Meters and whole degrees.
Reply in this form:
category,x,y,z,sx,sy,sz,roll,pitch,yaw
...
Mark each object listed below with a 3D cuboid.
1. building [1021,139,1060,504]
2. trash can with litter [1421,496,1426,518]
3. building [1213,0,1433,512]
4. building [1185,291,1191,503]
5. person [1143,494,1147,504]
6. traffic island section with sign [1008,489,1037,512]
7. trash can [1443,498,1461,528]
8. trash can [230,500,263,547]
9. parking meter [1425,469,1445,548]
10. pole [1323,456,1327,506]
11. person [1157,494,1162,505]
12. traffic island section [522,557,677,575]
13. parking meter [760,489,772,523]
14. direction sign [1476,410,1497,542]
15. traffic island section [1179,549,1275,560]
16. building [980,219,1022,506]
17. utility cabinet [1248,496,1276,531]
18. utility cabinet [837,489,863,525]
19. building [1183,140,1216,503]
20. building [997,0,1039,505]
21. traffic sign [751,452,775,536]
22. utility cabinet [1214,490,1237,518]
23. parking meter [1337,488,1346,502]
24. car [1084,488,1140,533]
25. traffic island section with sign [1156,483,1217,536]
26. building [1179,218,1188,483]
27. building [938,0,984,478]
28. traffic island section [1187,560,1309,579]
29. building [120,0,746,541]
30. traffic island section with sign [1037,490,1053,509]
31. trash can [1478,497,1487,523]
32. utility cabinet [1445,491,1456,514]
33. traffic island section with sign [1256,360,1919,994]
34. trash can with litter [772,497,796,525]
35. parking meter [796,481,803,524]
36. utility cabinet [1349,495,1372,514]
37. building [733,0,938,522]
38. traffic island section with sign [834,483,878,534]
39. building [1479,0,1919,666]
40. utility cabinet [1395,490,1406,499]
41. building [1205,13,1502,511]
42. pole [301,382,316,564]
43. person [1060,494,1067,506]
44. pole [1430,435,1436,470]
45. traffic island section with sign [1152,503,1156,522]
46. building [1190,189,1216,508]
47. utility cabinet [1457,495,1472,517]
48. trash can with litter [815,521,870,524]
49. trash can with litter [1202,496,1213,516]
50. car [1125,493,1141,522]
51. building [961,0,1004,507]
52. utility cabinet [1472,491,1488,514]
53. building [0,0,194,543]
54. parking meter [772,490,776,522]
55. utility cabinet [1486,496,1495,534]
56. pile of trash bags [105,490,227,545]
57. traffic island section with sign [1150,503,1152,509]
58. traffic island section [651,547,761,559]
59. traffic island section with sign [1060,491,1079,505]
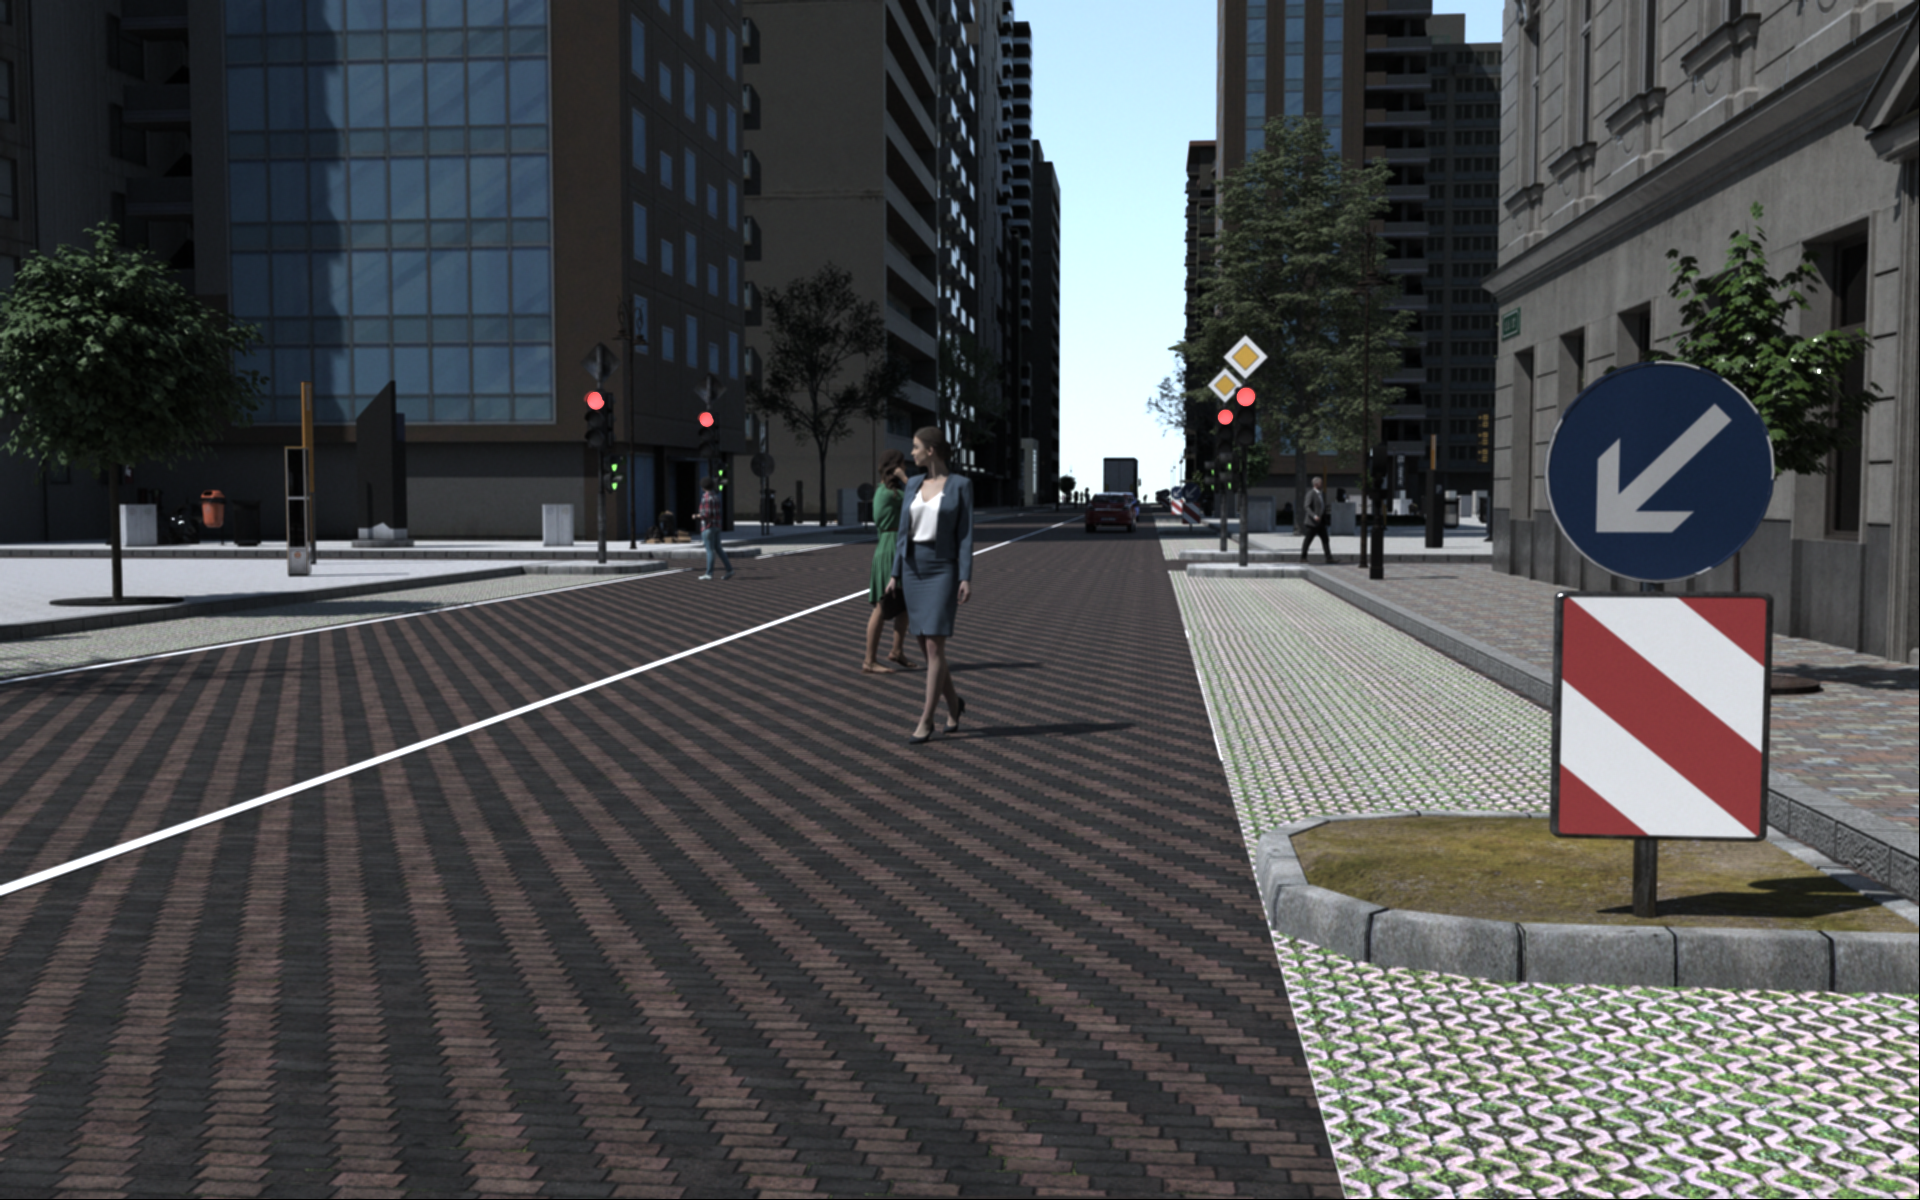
category,x,y,z,sx,sy,sz,roll,pitch,yaw
building,2.707,-37.745,240.827,21.300,48.544,21.600,0,4,6
trash can with litter,20.976,-4.175,79.326,2.233,1.210,1.678,-2,4,-32
building,25.876,-29.130,126.393,14.600,45.320,14.200,0,4,6
building,37.490,-28.245,233.506,14.160,30.474,14.107,0,4,6
person,25.630,-13.928,239.458,0.421,1.427,0.697,-1,4,-22
traffic island section with sign,4.907,-7.952,138.642,1.989,1.847,2.006,0,4,6
trash can,18.399,-3.260,64.960,0.748,1.137,0.748,0,3,0
trash can,-17.502,-1.888,42.519,0.748,1.137,0.748,0,3,0
parking meter,11.313,-2.174,41.249,0.399,1.863,0.255,-2,4,-31
pole,19.777,-6.118,93.874,0.158,3.312,0.155,0,3,0
person,25.137,-12.700,216.698,0.990,1.755,0.434,2,4,34
traffic island section,-6.624,-0.594,31.994,2.009,0.180,2.903,0,4,6
parking meter,-8.715,-4.191,76.938,0.372,1.533,0.369,0,3,0
direction sign,14.359,-3.348,46.739,0.876,3.537,0.379,3,4,38
traffic island section,5.907,-1.002,38.671,2.009,0.180,2.903,0,4,6
building,-1.027,-25.054,181.339,14.160,30.474,14.107,0,4,6
utility cabinet,10.597,-3.040,60.864,1.020,1.237,0.306,3,5,40
utility cabinet,-4.481,-3.774,70.377,0.318,1.500,1.173,3,5,40
building,38.461,-34.001,210.547,22.147,44.769,28.867,0,4,6
building,-1.030,-55.107,213.667,22.319,86.520,31.000,0,4,6
traffic sign,-6.043,-3.237,53.029,0.768,2.556,0.104,1,4,10
utility cabinet,14.191,-5.129,92.532,1.173,1.500,0.318,2,4,24
parking meter,16.431,-4.052,74.656,0.372,1.533,0.369,0,3,0
car,5.778,-3.489,66.083,2.155,1.783,4.494,0,4,8
traffic island section with sign,7.906,-3.154,60.196,1.989,1.847,2.006,0,4,6
building,44.511,-38.835,254.552,23.786,49.044,30.456,0,4,6
building,-10.783,-31.251,130.556,23.786,49.044,30.456,0,4,6
traffic island section,5.049,-0.517,30.732,2.009,0.180,2.903,0,4,6
building,-15.095,-24.637,52.931,14.600,45.320,14.200,0,4,6
traffic island section with sign,7.849,-9.613,165.804,1.989,1.847,2.006,0,4,6
trash can,23.235,-3.961,76.409,0.748,1.137,0.748,0,3,0
utility cabinet,31.058,-6.178,109.693,0.318,1.500,1.173,3,4,36
traffic island section with sign,2.057,0.164,5.945,1.989,1.847,2.006,0,4,6
trash can with litter,-7.282,-3.665,71.312,1.055,1.170,0.624,2,4,30
parking meter,-6.963,-4.245,75.116,0.255,1.863,0.399,0,4,0
utility cabinet,18.229,-4.138,78.813,1.020,1.237,0.306,1,4,13
building,-12.970,-28.553,90.541,21.300,48.544,21.600,0,4,6
traffic island section with sign,-3.376,-3.266,62.027,1.989,1.847,2.006,0,4,6
building,14.441,-14.039,5.952,17.030,29.872,44.131,0,4,6
utility cabinet,25.071,-5.507,98.716,0.318,1.500,1.173,2,4,29
building,37.013,-27.706,144.879,32.217,40.220,23.993,0,4,6
pole,-11.870,-2.307,31.557,0.158,3.312,0.155,0,3,0
person,11.986,-11.503,199.798,0.991,1.433,0.599,-2,4,-32
pole,16.223,-4.012,59.439,0.158,3.312,0.155,0,3,0
traffic island section with sign,10.873,-4.832,87.628,1.989,1.847,2.006,0,4,6
building,29.682,-24.106,165.829,14.160,30.474,14.107,0,4,6
utility cabinet,27.869,-5.172,95.726,1.020,1.237,0.306,-3,5,-39
trash can with litter,-5.099,-3.871,74.348,2.233,1.210,1.678,1,4,16
trash can with litter,14.159,-5.360,99.030,0.624,1.170,1.055,0,4,8
car,8.601,-5.021,91.683,1.945,1.707,3.694,0,4,4
building,-10.355,-34.880,159.523,28.713,52.752,27.495,0,4,6
utility cabinet,32.320,-6.058,107.726,1.173,1.500,0.318,-3,4,-38
building,-31.179,-22.378,49.474,14.086,41.232,14.154,0,4,6
parking meter,-8.390,-4.215,77.327,0.372,1.533,0.369,0,3,0
utility cabinet,17.633,-2.768,56.416,1.020,1.237,0.306,-2,4,-25
pile of trash bags,-19.928,-2.089,43.900,3.447,1.369,1.912,2,4,24
traffic island section with sign,16.337,-7.924,138.185,1.989,1.847,2.006,0,4,6
traffic island section,-5.766,-1.080,39.933,2.009,0.180,2.903,0,4,6
traffic island section with sign,13.745,-12.957,220.470,1.989,1.847,2.006,0,4,6
